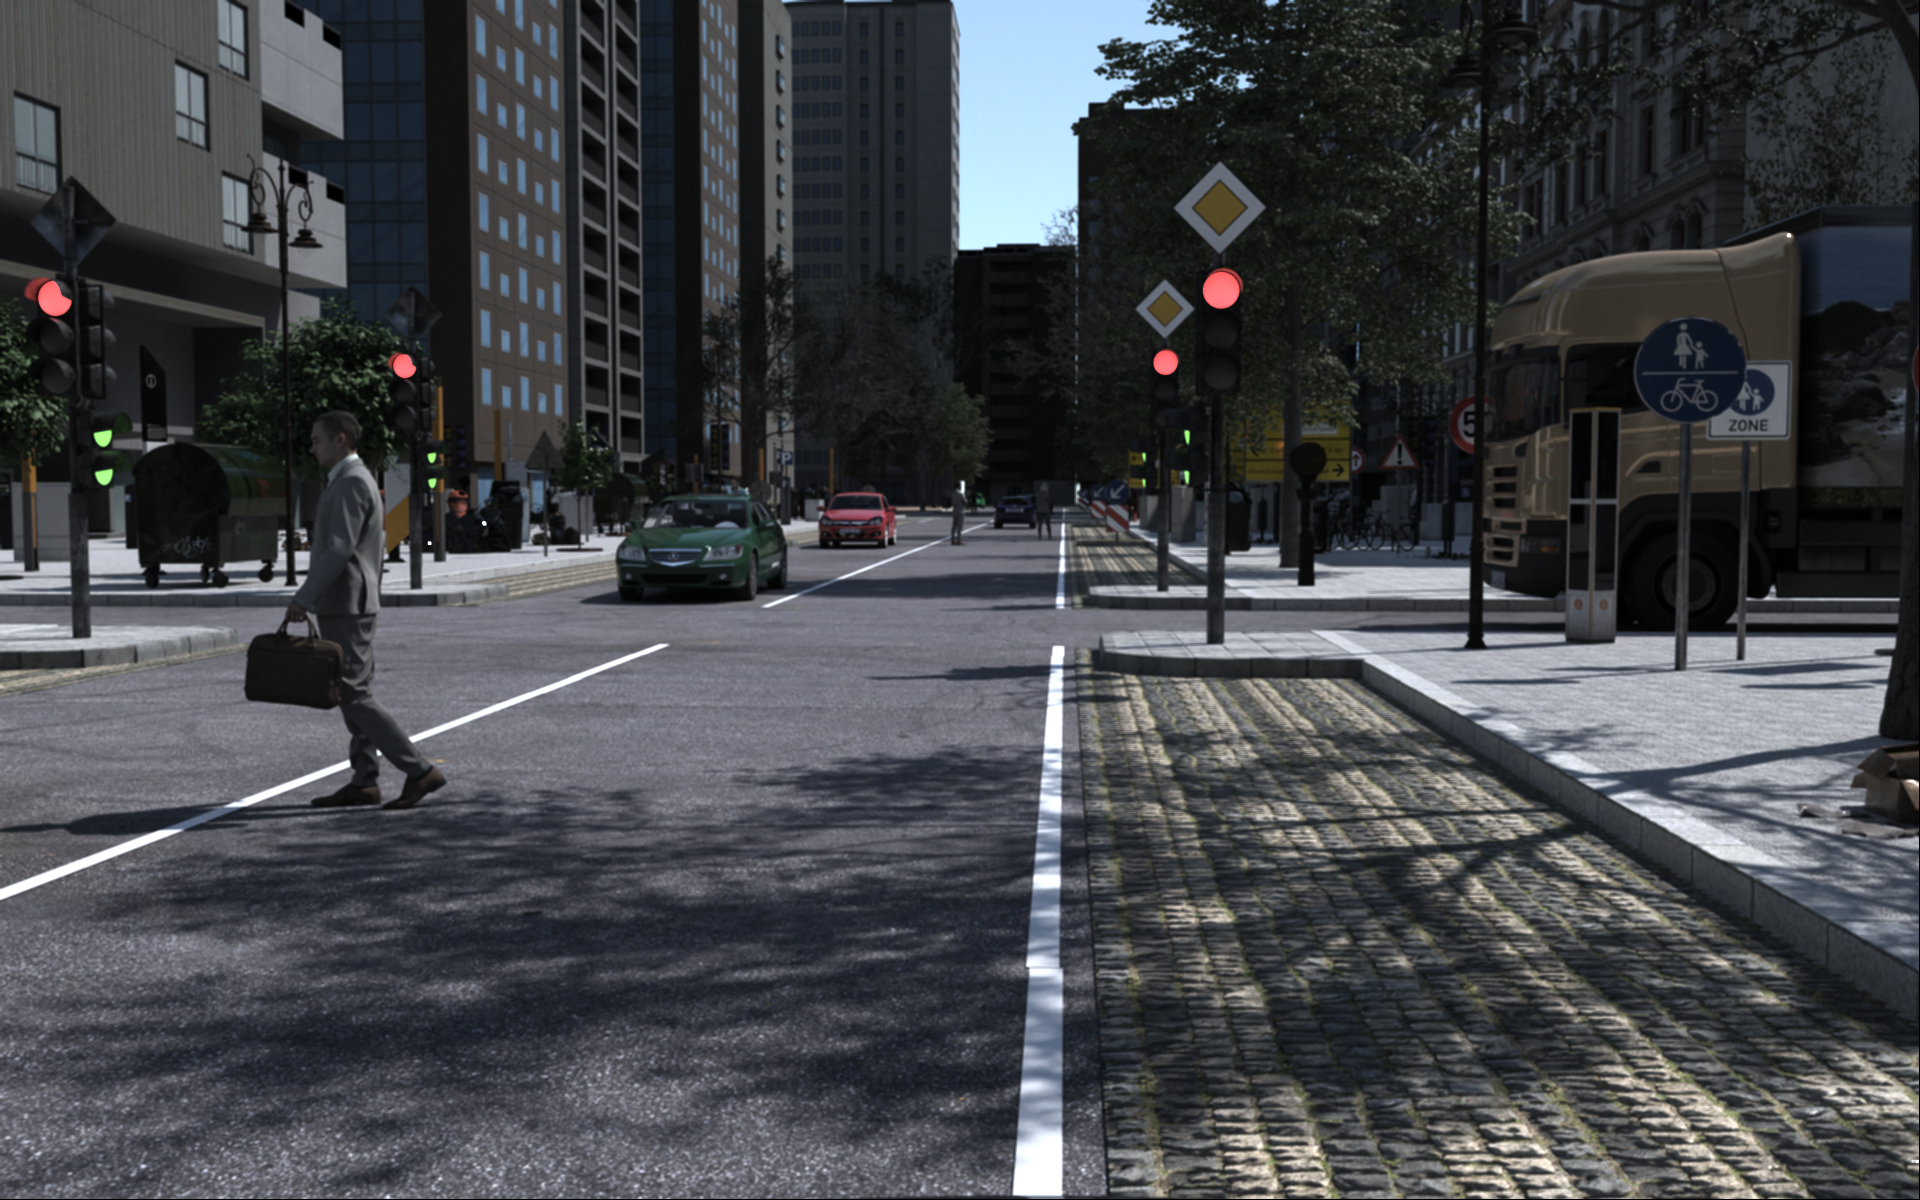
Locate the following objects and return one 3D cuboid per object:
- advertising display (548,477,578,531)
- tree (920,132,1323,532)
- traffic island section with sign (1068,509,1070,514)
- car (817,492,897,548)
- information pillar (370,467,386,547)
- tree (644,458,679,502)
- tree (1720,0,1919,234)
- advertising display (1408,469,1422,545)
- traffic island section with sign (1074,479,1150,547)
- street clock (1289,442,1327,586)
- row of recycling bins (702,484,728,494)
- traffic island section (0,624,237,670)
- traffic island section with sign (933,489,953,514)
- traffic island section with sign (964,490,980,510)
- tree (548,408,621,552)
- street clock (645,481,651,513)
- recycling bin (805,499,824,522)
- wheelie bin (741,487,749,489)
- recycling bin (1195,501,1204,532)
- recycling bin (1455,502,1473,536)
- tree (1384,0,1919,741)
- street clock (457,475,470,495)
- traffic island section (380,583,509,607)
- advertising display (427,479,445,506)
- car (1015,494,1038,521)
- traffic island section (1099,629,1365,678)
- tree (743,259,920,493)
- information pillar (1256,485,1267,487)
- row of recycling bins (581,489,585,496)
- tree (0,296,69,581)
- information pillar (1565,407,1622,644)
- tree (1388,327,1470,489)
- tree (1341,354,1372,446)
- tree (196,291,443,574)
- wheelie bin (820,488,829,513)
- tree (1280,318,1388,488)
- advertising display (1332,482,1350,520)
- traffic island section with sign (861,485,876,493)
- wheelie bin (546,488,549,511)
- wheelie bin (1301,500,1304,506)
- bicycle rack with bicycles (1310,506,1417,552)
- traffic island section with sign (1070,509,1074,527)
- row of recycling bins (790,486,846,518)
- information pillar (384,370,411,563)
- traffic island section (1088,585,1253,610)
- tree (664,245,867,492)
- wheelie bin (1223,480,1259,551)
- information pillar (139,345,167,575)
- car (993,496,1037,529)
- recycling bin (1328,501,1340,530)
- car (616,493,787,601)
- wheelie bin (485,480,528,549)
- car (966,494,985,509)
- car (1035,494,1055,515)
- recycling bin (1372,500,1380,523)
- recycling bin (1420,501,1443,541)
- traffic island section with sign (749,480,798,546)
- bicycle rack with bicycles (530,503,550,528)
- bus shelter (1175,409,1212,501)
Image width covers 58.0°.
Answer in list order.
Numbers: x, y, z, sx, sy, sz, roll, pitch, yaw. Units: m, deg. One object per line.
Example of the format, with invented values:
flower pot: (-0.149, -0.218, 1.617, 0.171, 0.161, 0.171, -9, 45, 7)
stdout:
advertising display: (-13.690, -3.337, 59.769, 0.974, 1.923, 0.123, -1, 4, -10)
tree: (7.063, -9.045, 58.263, 12.009, 13.543, 11.850, 0, 3, 0)
traffic island section with sign: (8.833, -7.081, 124.402, 1.989, 1.847, 2.006, 0, 4, 3)
car: (-2.759, -2.326, 47.065, 2.155, 1.783, 4.494, 0, 4, 3)
information pillar: (-14.000, -2.267, 41.549, 0.304, 2.012, 0.304, 2, 4, 23)
tree: (-15.843, -5.939, 91.711, 1.663, 3.219, 1.824, 0, 3, 0)
tree: (12.809, -4.554, 24.826, 4.360, 8.622, 3.978, 0, 3, 0)
advertising display: (11.498, -2.358, 43.769, 0.123, 1.923, 0.974, 0, 4, 3)
traffic island section with sign: (4.216, -2.397, 47.816, 1.989, 1.847, 2.006, 0, 4, 3)
street clock: (4.846, -1.200, 24.184, 0.471, 2.002, 0.358, 0, 4, -5)
row of recycling bins: (-10.176, -3.979, 72.174, 1.069, 1.692, 3.534, -1, 4, -12)
traffic island section: (-7.860, 0.416, 15.473, 2.009, 0.180, 2.903, 0, 4, 3)
traffic island section with sign: (-0.911, -7.118, 124.999, 1.989, 1.847, 2.006, 0, 4, 3)
traffic island section with sign: (0.729, -8.775, 152.096, 1.989, 1.847, 2.006, 0, 4, 3)
tree: (-8.516, -2.703, 38.790, 1.663, 3.219, 1.824, 0, 3, 0)
street clock: (-16.950, -5.475, 94.079, 0.358, 2.002, 0.471, 2, 4, 34)
recycling bin: (-6.765, -4.161, 80.581, 0.722, 1.027, 0.722, 1, 4, 15)
wheelie bin: (-10.259, -4.584, 82.863, 0.980, 1.594, 0.693, -3, 5, -40)
recycling bin: (8.371, -2.872, 59.510, 0.722, 1.027, 0.722, 0, 4, 6)
recycling bin: (15.679, -2.503, 53.484, 0.722, 1.027, 0.722, 0, 4, -1)
tree: (4.929, -4.528, 8.451, 8.767, 10.594, 7.601, 0, 4, 8)
street clock: (-19.216, -3.823, 67.081, 0.358, 2.002, 0.471, 3, 5, 45)
traffic island section: (-7.378, -0.071, 23.444, 2.009, 0.180, 2.903, 0, 4, 3)
advertising display: (-19.038, -3.532, 62.963, 0.123, 1.923, 0.974, 1, 4, 16)
car: (3.599, -5.129, 93.638, 2.009, 1.686, 4.222, 0, 4, 5)
traffic island section: (2.213, 0.454, 14.862, 2.009, 0.180, 2.903, 0, 4, 3)
tree: (-6.227, -11.055, 91.112, 12.009, 13.543, 11.850, 0, 3, 0)
information pillar: (11.827, -3.882, 67.958, 0.304, 2.012, 0.304, -1, 4, -22)
row of recycling bins: (-16.222, -4.447, 79.828, 1.069, 1.692, 3.534, 1, 4, 22)
tree: (-14.903, -2.582, 25.936, 4.285, 4.588, 4.351, 0, 3, 0)
information pillar: (5.446, -0.637, 14.908, 0.304, 2.012, 0.304, -2, 4, -25)
tree: (19.945, -7.666, 75.695, 4.360, 8.622, 3.978, 0, 3, 0)
tree: (18.829, -8.444, 88.414, 4.737, 8.622, 4.395, 0, 3, 0)
tree: (-10.143, -2.715, 28.111, 4.285, 4.588, 4.351, 0, 3, 0)
wheelie bin: (-7.242, -5.026, 90.090, 0.693, 1.594, 0.980, 2, 4, 25)
tree: (14.759, -7.397, 71.297, 4.360, 8.622, 3.978, 0, 3, 0)
advertising display: (18.633, -4.847, 84.467, 0.974, 1.923, 0.123, 0, 4, 6)
traffic island section with sign: (-3.933, -4.059, 74.985, 1.989, 1.847, 2.006, 0, 4, 3)
wheelie bin: (-19.279, -4.537, 82.083, 0.693, 1.594, 0.980, 2, 4, 26)
wheelie bin: (16.068, -4.436, 80.439, 0.693, 1.594, 0.980, 1, 4, 17)
bicycle rack with bicycles: (8.591, -1.596, 39.473, 2.852, 0.926, 2.925, -2, 4, -25)
traffic island section with sign: (5.848, -4.051, 74.864, 1.989, 1.847, 2.006, 0, 4, 3)
row of recycling bins: (-7.945, -5.332, 94.287, 3.534, 1.692, 1.069, -1, 4, -19)
information pillar: (-10.538, -2.510, 32.399, 0.504, 3.616, 0.183, -3, 4, -38)
traffic island section: (2.695, -0.034, 22.832, 2.009, 0.180, 2.903, 0, 4, 3)
tree: (-7.667, -7.984, 64.958, 7.601, 10.594, 8.767, 2, 4, 25)
wheelie bin: (6.168, -1.899, 38.956, 0.693, 1.594, 0.980, -1, 4, -11)
information pillar: (-12.756, -2.207, 27.437, 0.183, 3.616, 0.504, 1, 4, 15)
car: (2.350, -3.677, 72.704, 1.945, 1.354, 3.894, 0, 4, 4)
recycling bin: (13.053, -2.998, 61.573, 0.722, 1.027, 0.722, 0, 4, -3)
car: (-3.613, -0.798, 24.840, 2.131, 1.459, 4.920, 0, 4, 3)
wheelie bin: (-10.494, -1.976, 40.220, 0.980, 1.594, 0.693, -2, 4, -34)
car: (1.513, -9.782, 168.734, 1.959, 1.807, 4.718, 0, 4, 3)
car: (5.672, -6.859, 121.934, 2.009, 1.686, 4.222, 0, 4, 3)
recycling bin: (17.738, -3.673, 72.600, 0.722, 1.027, 0.722, 0, 4, -8)
recycling bin: (13.145, -2.175, 48.109, 0.722, 1.027, 0.722, -1, 4, -12)
traffic island section with sign: (-5.562, -2.407, 47.987, 1.989, 1.847, 2.006, 0, 4, 3)
bicycle rack with bicycles: (-16.266, -3.202, 65.737, 2.852, 0.926, 2.925, -3, 5, -43)
bus shelter: (9.824, -5.669, 70.316, 2.179, 5.291, 8.768, 0, 4, 4)
